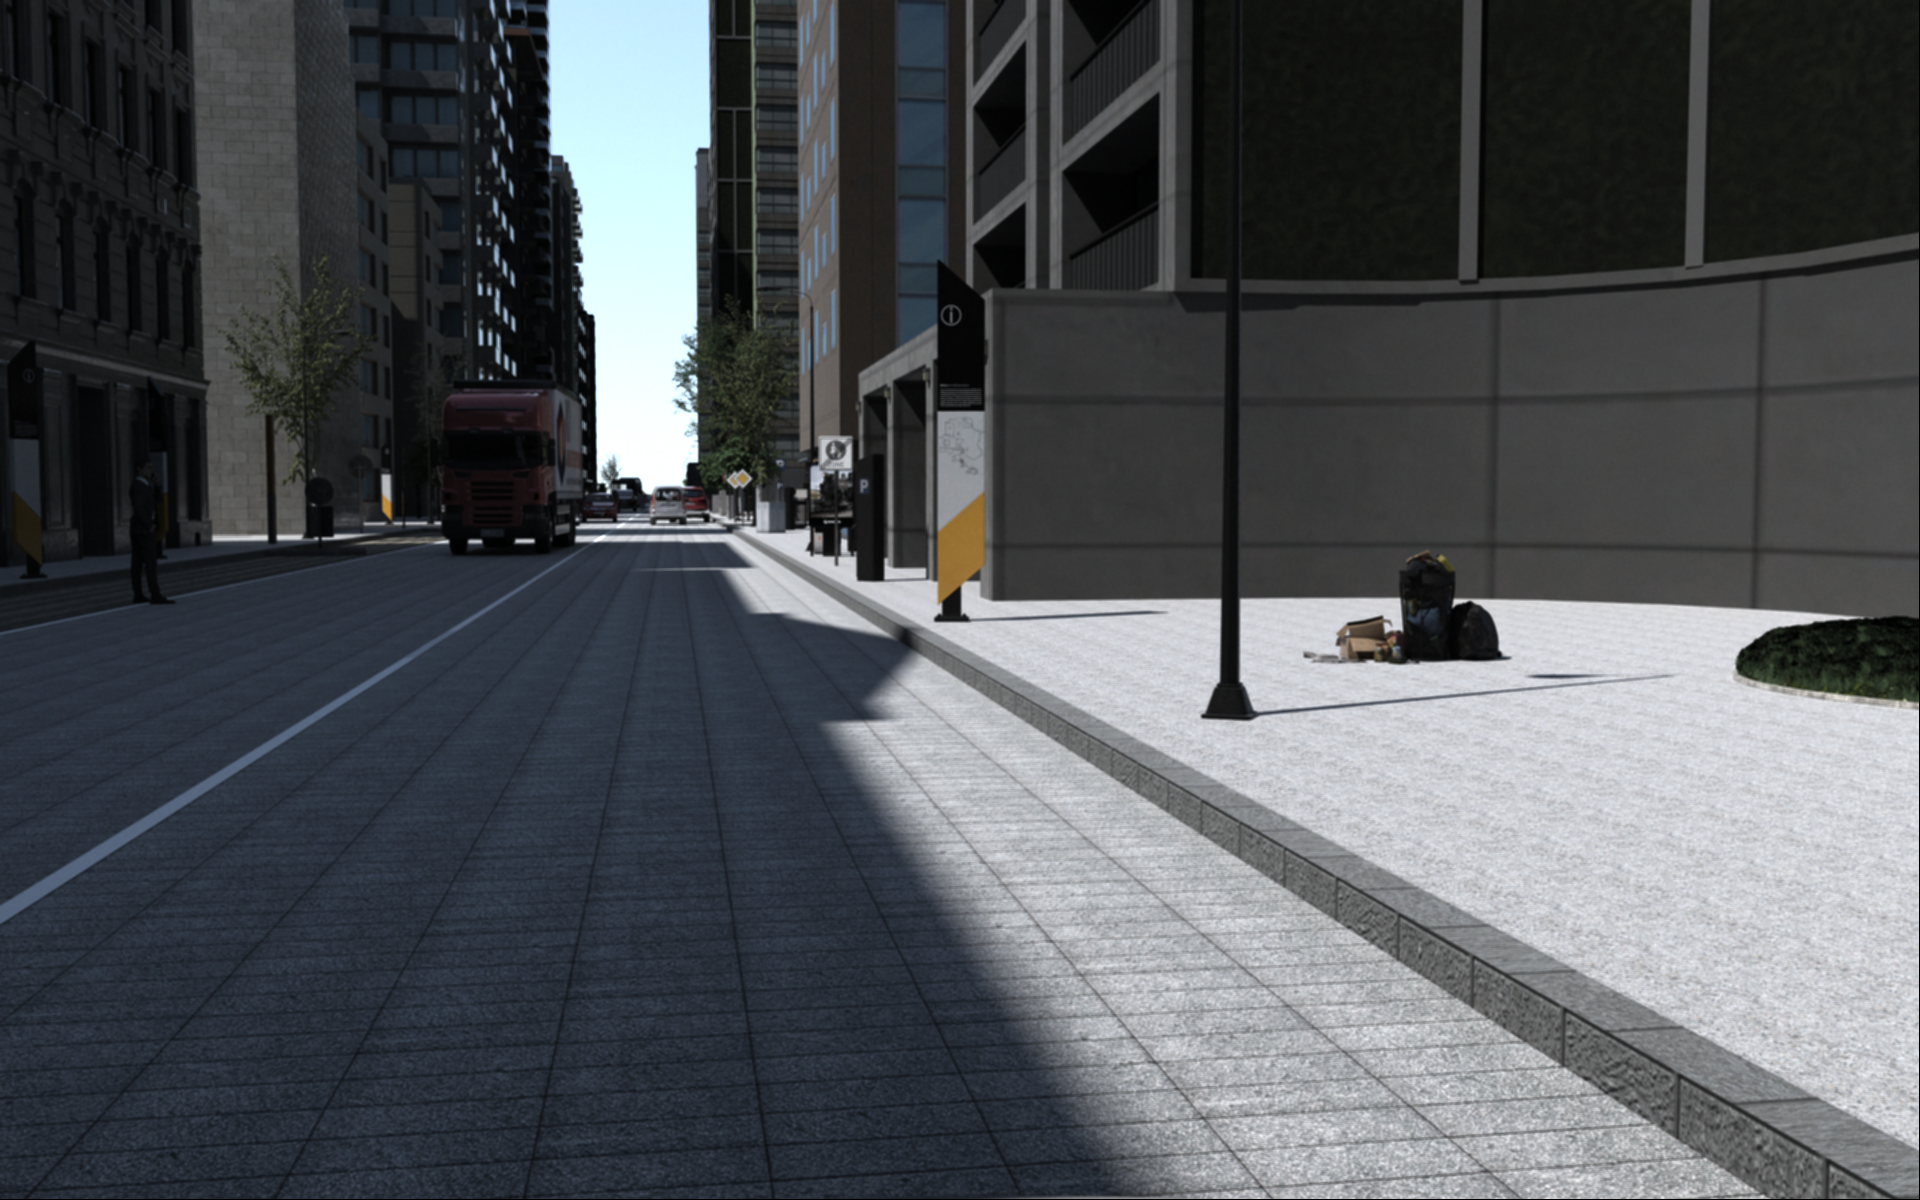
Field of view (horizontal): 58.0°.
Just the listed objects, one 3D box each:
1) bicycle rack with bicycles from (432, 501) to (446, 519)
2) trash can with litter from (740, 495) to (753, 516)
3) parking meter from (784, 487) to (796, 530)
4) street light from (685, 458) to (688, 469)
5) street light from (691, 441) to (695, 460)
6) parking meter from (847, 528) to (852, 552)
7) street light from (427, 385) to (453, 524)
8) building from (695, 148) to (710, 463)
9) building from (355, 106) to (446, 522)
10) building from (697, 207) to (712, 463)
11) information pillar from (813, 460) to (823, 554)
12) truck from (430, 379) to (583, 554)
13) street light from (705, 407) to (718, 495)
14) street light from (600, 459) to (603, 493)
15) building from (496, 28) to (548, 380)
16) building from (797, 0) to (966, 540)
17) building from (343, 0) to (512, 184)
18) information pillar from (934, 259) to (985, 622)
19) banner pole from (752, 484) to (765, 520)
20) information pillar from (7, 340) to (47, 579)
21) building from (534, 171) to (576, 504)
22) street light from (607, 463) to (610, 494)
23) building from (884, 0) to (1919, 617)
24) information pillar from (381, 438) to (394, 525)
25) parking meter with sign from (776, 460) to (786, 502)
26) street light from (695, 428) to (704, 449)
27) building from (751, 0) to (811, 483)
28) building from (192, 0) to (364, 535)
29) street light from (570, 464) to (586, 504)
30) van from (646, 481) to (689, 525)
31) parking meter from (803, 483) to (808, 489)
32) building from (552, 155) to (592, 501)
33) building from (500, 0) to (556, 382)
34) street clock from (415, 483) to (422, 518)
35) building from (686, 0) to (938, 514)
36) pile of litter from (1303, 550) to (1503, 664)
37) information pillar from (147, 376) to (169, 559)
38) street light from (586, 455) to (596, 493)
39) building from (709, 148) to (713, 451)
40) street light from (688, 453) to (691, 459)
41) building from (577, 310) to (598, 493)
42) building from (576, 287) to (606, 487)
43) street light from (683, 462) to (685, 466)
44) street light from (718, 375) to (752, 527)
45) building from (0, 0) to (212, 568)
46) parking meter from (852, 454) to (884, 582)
[{"bbox_3d":[-25.646,-4.608,88.726,2.852,0.926,2.925,-2,4,-31],"label":"bicycle rack with bicycles"},{"bbox_3d":[-12.761,-5.693,104.146,1.678,1.210,2.233,-3,4,-39],"label":"trash can with litter"},{"bbox_3d":[-6.070,-3.262,61.750,0.372,1.533,0.369,0,3,0],"label":"parking meter"},{"bbox_3d":[-29.900,-13.608,195.037,1.470,5.913,1.316,-1,4,-9],"label":"street light"},{"bbox_3d":[-22.312,-10.841,149.795,1.470,5.913,1.316,-1,4,-9],"label":"street light"},{"bbox_3d":[-2.367,-2.010,38.570,0.255,1.863,0.399,-1,4,-10],"label":"parking meter"},{"bbox_3d":[-21.968,-6.177,73.541,1.470,5.913,1.316,-1,4,-9],"label":"street light"},{"bbox_3d":[-34.148,-46.025,294.505,21.231,58.520,28.212,-1,4,-9],"label":"building"},{"bbox_3d":[-42.824,-14.950,89.466,27.650,21.520,28.899,-1,4,-9],"label":"building"},{"bbox_3d":[-30.648,-34.599,249.287,14.154,41.232,14.086,-1,4,-9],"label":"building"},{"bbox_3d":[-2.930,-1.988,37.001,0.304,2.012,0.304,2,4,24],"label":"information pillar"},{"bbox_3d":[-11.463,-3.419,44.810,2.839,4.237,11.283,0,4,-8],"label":"truck"},{"bbox_3d":[-12.737,-7.334,92.445,1.470,5.913,1.316,-1,4,-9],"label":"street light"},{"bbox_3d":[-48.453,-15.849,231.673,1.470,5.913,1.316,-1,4,-9],"label":"street light"},{"bbox_3d":[-49.995,-30.894,159.743,22.147,44.769,28.867,-1,4,-9],"label":"building"},{"bbox_3d":[2.520,-24.573,51.888,14.600,45.320,14.200,-1,4,-9],"label":"building"},{"bbox_3d":[-44.758,-30.998,126.430,23.786,49.044,30.456,-1,4,-9],"label":"building"},{"bbox_3d":[-0.002,-1.589,17.340,0.504,3.616,0.183,0,4,3],"label":"information pillar"},{"bbox_3d":[-9.915,-5.833,85.379,0.863,3.779,0.401,-3,5,-43],"label":"banner pole"},{"bbox_3d":[-14.125,-2.130,26.178,0.183,3.616,0.504,1,4,16],"label":"information pillar"},{"bbox_3d":[-54.898,-32.353,212.565,14.154,41.232,14.086,-1,4,-9],"label":"building"},{"bbox_3d":[-53.189,-17.590,260.139,1.470,5.913,1.316,-1,4,-9],"label":"street light"},{"bbox_3d":[9.700,-35.869,24.710,20.563,71.187,20.611,-1,4,-9],"label":"building"},{"bbox_3d":[-24.073,-4.979,72.768,0.504,3.616,0.183,2,4,24],"label":"information pillar"},{"bbox_3d":[-9.176,-5.644,88.537,0.543,3.016,1.738,0,4,-5],"label":"parking meter with sign"},{"bbox_3d":[-17.616,-9.094,121.229,1.470,5.913,1.316,-1,4,-9],"label":"street light"},{"bbox_3d":[-6.727,-26.344,114.323,14.154,41.232,14.086,-1,4,-9],"label":"building"},{"bbox_3d":[-29.739,-12.411,57.674,16.860,20.320,10.420,-1,4,-9],"label":"building"},{"bbox_3d":[-39.407,-12.541,177.587,1.470,5.913,1.316,-1,4,-9],"label":"street light"},{"bbox_3d":[-13.749,-4.553,81.453,2.013,2.044,4.112,-1,4,-11],"label":"van"},{"bbox_3d":[-7.834,-5.033,87.997,0.255,1.863,0.399,0,4,-8],"label":"parking meter"},{"bbox_3d":[-64.463,-38.155,243.448,23.786,49.044,30.456,-1,4,-9],"label":"building"},{"bbox_3d":[-54.604,-53.536,187.992,22.319,86.520,31.000,-1,4,-9],"label":"building"},{"bbox_3d":[-28.517,-5.300,91.225,0.358,2.002,0.471,-2,4,-30],"label":"street clock"},{"bbox_3d":[-11.683,-42.812,138.234,20.563,71.187,20.611,-1,4,-9],"label":"building"},{"bbox_3d":[3.489,0.023,13.594,1.719,0.858,1.176,0,4,-3],"label":"pile of litter"},{"bbox_3d":[-15.851,-2.622,34.228,0.504,3.616,0.183,2,4,35],"label":"information pillar"},{"bbox_3d":[-44.010,-14.284,206.076,1.470,5.913,1.316,-1,4,-9],"label":"street light"},{"bbox_3d":[-19.849,-36.112,214.133,21.300,48.544,21.600,-1,4,-9],"label":"building"},{"bbox_3d":[-25.144,-11.868,166.574,1.470,5.913,1.316,-1,4,-9],"label":"street light"},{"bbox_3d":[-63.454,-30.277,266.730,14.160,30.474,14.107,-1,4,-9],"label":"building"},{"bbox_3d":[-74.885,-36.203,283.806,32.217,40.220,23.993,-1,4,-9],"label":"building"},{"bbox_3d":[-34.877,-15.404,224.398,1.470,5.913,1.316,-1,4,-9],"label":"street light"},{"bbox_3d":[-8.602,-5.825,67.784,1.470,5.913,1.316,-1,4,-9],"label":"street light"},{"bbox_3d":[-22.036,-11.279,33.556,9.793,20.994,18.267,-1,4,-9],"label":"building"},{"bbox_3d":[-1.327,-1.211,25.503,0.399,1.863,0.255,3,5,44],"label":"parking meter"}]
